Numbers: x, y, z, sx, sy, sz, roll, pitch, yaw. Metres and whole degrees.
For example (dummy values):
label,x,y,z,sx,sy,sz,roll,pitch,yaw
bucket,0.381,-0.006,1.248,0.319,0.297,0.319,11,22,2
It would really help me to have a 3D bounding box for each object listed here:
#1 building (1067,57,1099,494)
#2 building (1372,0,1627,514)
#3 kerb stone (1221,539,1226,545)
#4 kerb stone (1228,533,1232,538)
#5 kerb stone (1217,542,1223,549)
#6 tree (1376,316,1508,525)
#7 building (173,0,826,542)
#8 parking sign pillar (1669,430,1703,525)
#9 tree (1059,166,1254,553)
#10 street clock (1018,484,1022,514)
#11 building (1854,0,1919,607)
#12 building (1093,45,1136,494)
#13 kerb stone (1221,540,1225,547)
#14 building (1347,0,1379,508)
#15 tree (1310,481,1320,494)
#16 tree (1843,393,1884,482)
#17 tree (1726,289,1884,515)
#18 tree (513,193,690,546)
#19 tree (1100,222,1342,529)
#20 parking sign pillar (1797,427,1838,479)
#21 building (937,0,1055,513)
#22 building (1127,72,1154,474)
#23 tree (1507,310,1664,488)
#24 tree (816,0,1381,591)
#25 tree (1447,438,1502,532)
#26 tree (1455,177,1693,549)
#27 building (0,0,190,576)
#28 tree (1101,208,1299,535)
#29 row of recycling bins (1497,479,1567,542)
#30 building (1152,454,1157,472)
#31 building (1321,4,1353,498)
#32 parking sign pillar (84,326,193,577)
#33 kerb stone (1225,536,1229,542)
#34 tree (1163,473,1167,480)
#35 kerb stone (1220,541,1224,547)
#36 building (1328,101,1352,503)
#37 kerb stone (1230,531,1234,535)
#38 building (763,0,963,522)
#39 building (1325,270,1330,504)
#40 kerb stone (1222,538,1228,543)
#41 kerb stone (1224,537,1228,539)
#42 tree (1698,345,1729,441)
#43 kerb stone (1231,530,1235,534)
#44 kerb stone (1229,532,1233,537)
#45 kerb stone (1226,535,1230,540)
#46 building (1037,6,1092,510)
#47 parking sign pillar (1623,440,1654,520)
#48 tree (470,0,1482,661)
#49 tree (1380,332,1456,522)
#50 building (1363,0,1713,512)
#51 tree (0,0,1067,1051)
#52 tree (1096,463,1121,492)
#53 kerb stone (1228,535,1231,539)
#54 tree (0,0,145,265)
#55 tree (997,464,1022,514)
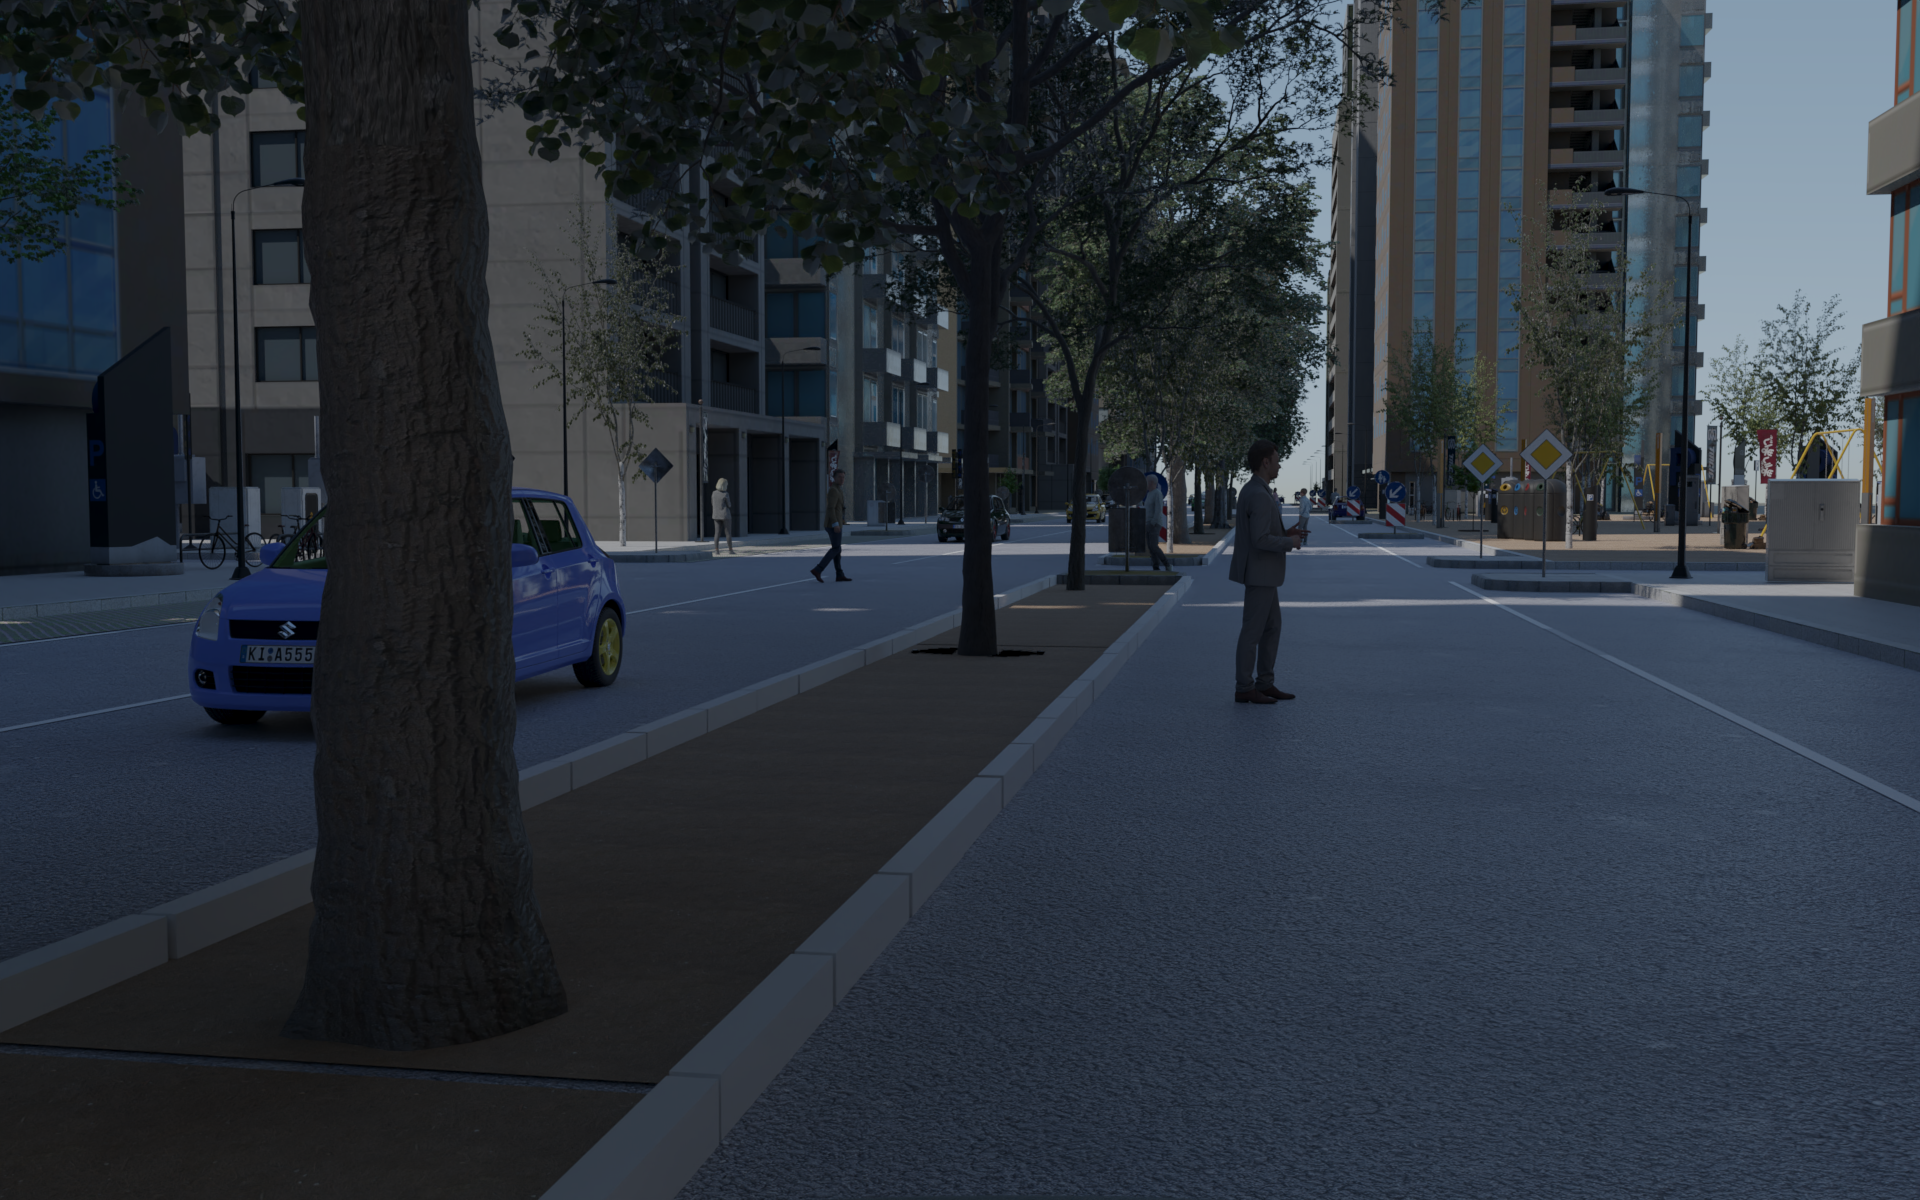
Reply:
label,x,y,z,sx,sy,sz,roll,pitch,yaw
building,6.003,-31.702,168.433,14.600,45.320,14.200,1,4,10
building,35.167,-28.426,114.882,14.600,45.320,14.200,1,4,10
kerb stone,6.977,-1.475,46.306,0.120,0.150,1.000,1,4,10
kerb stone,8.237,-1.906,53.355,0.120,0.150,1.000,1,4,10
kerb stone,6.439,-1.285,43.277,0.120,0.150,1.000,1,4,10
tree,19.291,-7.356,70.634,4.737,8.622,4.395,0,3,0
building,-15.588,-37.809,56.427,20.563,71.187,20.611,1,4,10
parking sign pillar,30.164,-5.111,72.043,1.447,3.967,1.447,-2,4,-26
tree,4.170,-5.149,36.998,4.360,8.622,3.978,0,3,0
street clock,3.921,-6.593,112.358,0.358,2.002,0.471,0,4,-5
building,22.382,-9.761,4.631,27.650,21.520,28.899,1,4,10
building,6.766,-38.014,210.762,28.713,52.752,27.495,1,4,10
kerb stone,6.798,-1.410,45.300,0.120,0.150,1.000,1,4,10
building,48.005,-38.115,165.181,21.231,58.520,28.212,1,4,10
tree,49.065,-14.952,239.065,1.663,3.219,1.824,0,3,0
tree,45.797,-8.229,84.899,4.360,8.622,3.978,0,3,0
tree,30.783,-6.887,62.970,4.737,8.622,4.395,0,3,0
tree,-8.397,-5.606,42.013,4.360,8.622,3.978,0,3,0
tree,10.706,-9.267,70.980,9.611,12.733,9.660,0,3,0
parking sign pillar,33.702,-4.916,68.854,1.447,3.967,1.447,-3,5,-45
building,-4.907,-28.932,127.660,22.147,44.769,28.867,1,4,10
building,15.066,-42.570,238.024,21.231,58.520,28.212,1,4,10
tree,25.119,-7.218,68.379,4.737,8.622,4.395,0,3,0
tree,1.631,-5.391,25.007,8.767,10.594,7.601,1,4,10
tree,17.498,-3.963,59.402,1.663,3.219,1.824,0,3,0
tree,14.361,-5.496,40.227,4.360,8.622,3.978,0,3,0
building,-21.987,-22.883,24.251,14.200,45.320,14.600,1,4,10
tree,8.360,-8.127,61.087,9.928,11.665,9.643,0,3,0
row of recycling bins,15.988,-2.519,48.303,1.069,1.692,3.534,0,4,-3
building,22.129,-37.231,258.833,14.600,45.320,14.200,1,4,10
building,63.751,-49.754,251.721,20.563,71.187,20.611,1,4,10
parking sign pillar,-13.121,-2.382,27.419,1.447,3.967,1.447,2,4,23
kerb stone,7.517,-1.658,49.331,0.120,0.150,1.000,1,4,10
tree,31.562,-17.490,269.679,4.285,4.588,4.351,0,3,0
kerb stone,6.619,-1.351,44.293,0.120,0.150,1.000,1,4,10
building,54.613,-35.439,203.128,21.300,48.544,21.600,1,4,10
kerb stone,8.594,-2.025,55.377,0.120,0.150,1.000,1,4,10
building,-13.011,-28.809,90.641,23.786,49.044,30.456,1,4,10
building,53.967,-27.535,221.895,14.160,30.474,14.107,1,4,10
kerb stone,7.166,-1.535,47.314,0.120,0.150,1.000,1,4,10
kerb stone,7.341,-1.596,48.321,0.120,0.150,1.000,1,4,10
tree,36.468,-7.956,80.441,4.737,8.622,4.395,0,3,0
kerb stone,8.948,-2.153,57.390,0.120,0.150,1.000,1,4,10
kerb stone,8.413,-1.962,54.367,0.120,0.150,1.000,1,4,10
kerb stone,7.687,-1.721,50.338,0.120,0.150,1.000,1,4,10
building,0.971,-43.586,150.891,20.563,71.187,20.611,1,4,10
parking sign pillar,33.712,-5.964,85.981,1.447,3.967,1.447,1,4,21
tree,0.152,-6.258,15.138,12.009,13.543,11.850,0,3,0
tree,20.840,-7.803,77.941,4.360,8.622,3.978,0,3,0
building,44.498,-31.568,135.748,23.786,49.044,30.456,1,4,10
tree,-1.444,-5.817,4.222,9.857,13.997,8.962,0,3,0
tree,17.205,-12.430,186.939,4.285,4.588,4.351,0,3,0
kerb stone,7.876,-1.778,51.343,0.120,0.150,1.000,1,4,10
tree,-12.228,-5.637,17.913,9.928,11.665,9.643,0,3,0
tree,3.254,-7.059,110.022,1.663,3.219,1.824,0,3,0
